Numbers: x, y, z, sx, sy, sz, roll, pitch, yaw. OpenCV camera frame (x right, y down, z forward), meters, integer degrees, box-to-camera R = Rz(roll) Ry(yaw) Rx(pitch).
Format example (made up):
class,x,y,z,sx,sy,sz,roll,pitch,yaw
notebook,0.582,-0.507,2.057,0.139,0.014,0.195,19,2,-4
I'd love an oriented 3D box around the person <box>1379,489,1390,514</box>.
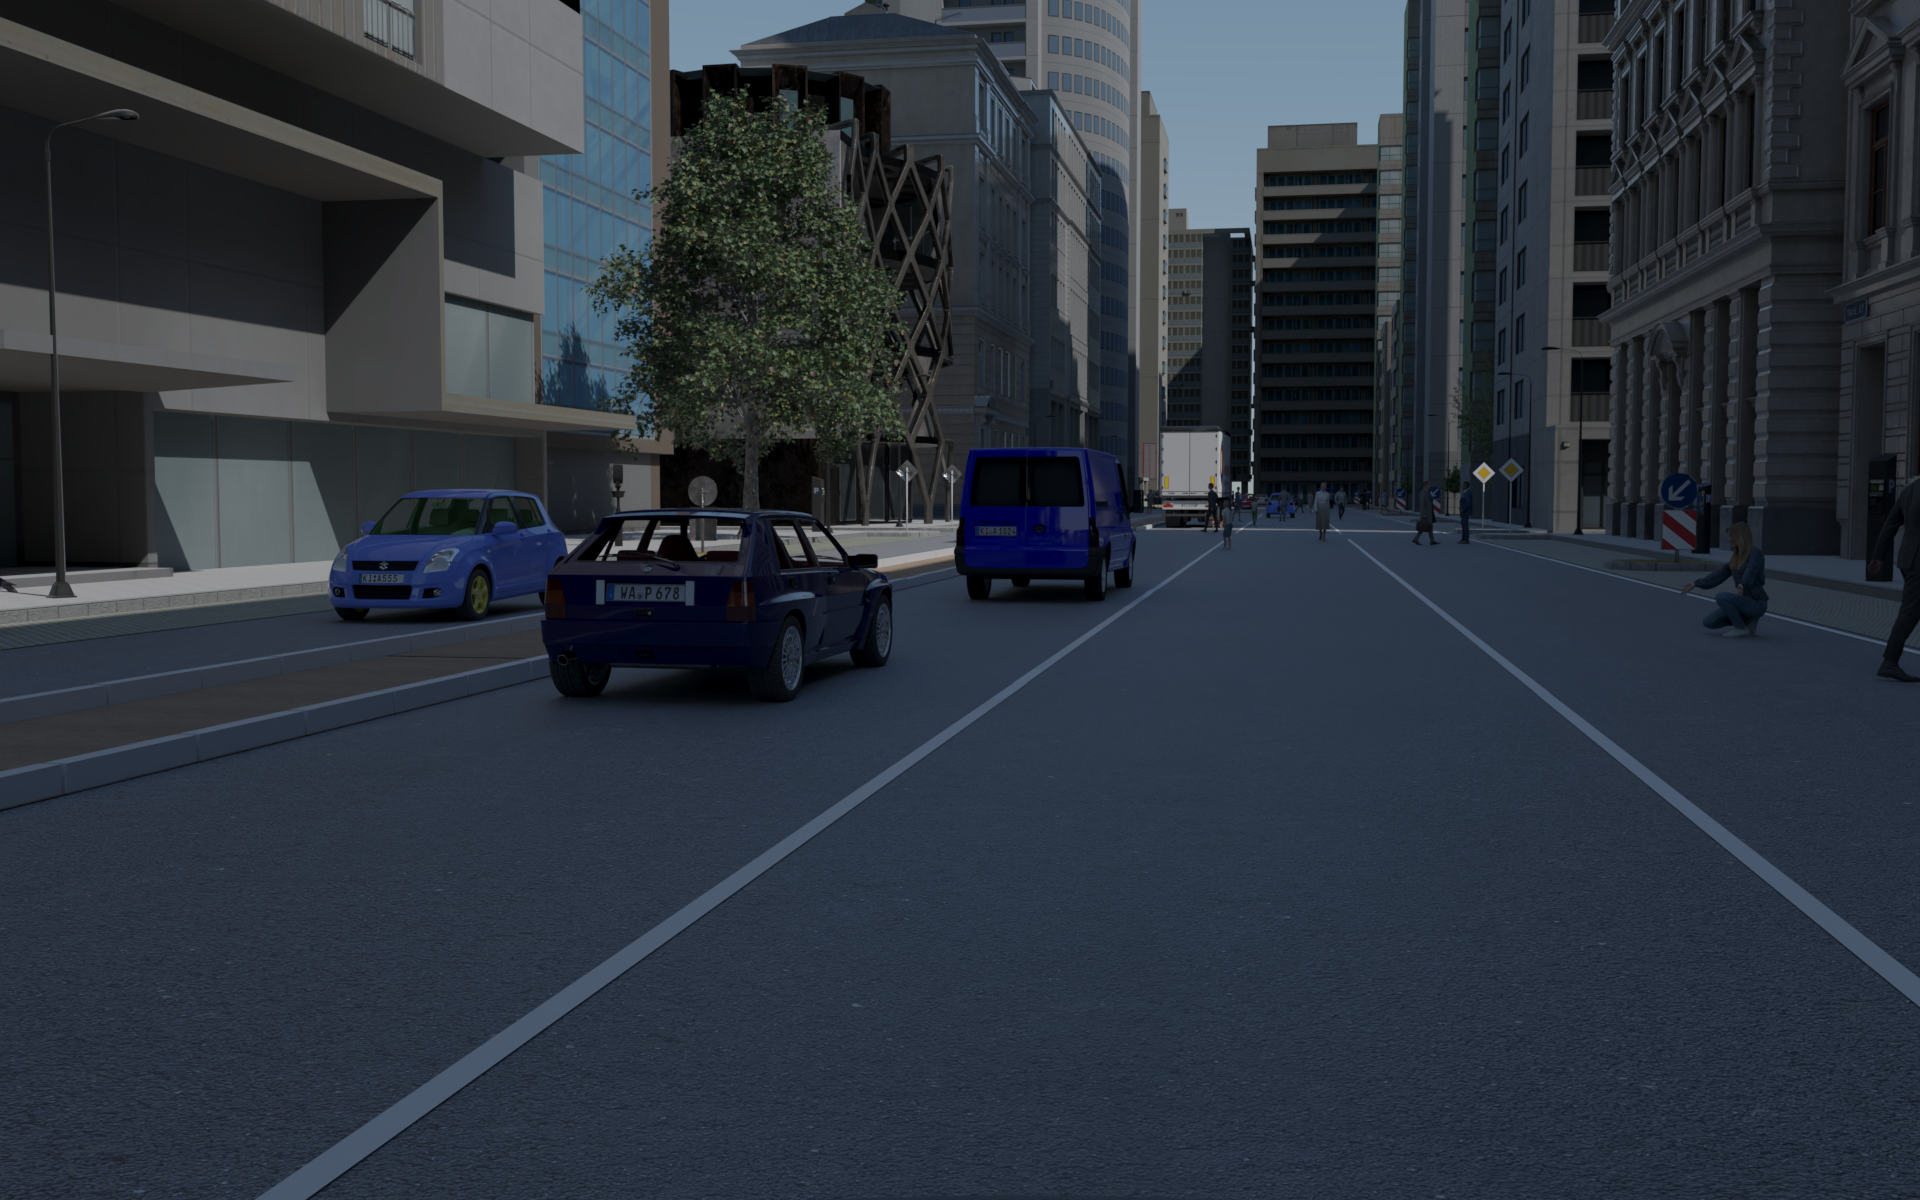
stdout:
class,x,y,z,sx,sy,sz,roll,pitch,yaw
person,30.633,-7.124,125.076,0.778,1.811,0.616,0,4,-3

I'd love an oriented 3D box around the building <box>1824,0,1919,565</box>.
class,x,y,z,sx,sy,sz,roll,pitch,yaw
building,20.614,-11.453,23.419,11.583,22.565,21.152,1,4,11

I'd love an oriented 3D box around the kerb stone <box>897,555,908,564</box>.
class,x,y,z,sx,sy,sz,roll,pitch,yaw
kerb stone,-1.276,-0.801,35.341,0.120,0.150,1.000,1,4,11

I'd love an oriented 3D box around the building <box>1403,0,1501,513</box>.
class,x,y,z,sx,sy,sz,roll,pitch,yaw
building,44.034,-28.229,145.137,14.154,41.232,14.086,1,4,11

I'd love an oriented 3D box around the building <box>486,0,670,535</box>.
class,x,y,z,sx,sy,sz,roll,pitch,yaw
building,-18.500,-24.777,55.216,14.200,45.320,14.600,1,4,11

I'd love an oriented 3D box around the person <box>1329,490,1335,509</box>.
class,x,y,z,sx,sy,sz,roll,pitch,yaw
person,34.636,-9.378,161.822,1.348,1.826,0.705,2,4,34

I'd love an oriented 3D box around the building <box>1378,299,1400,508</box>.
class,x,y,z,sx,sy,sz,roll,pitch,yaw
building,55.010,-19.599,165.486,27.650,21.520,28.899,1,4,11

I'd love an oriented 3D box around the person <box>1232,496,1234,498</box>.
class,x,y,z,sx,sy,sz,roll,pitch,yaw
person,23.457,-8.629,150.405,0.721,1.723,1.217,-3,4,-36

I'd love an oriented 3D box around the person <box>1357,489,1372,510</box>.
class,x,y,z,sx,sy,sz,roll,pitch,yaw
person,36.748,-9.121,157.263,1.348,1.869,0.705,1,4,23

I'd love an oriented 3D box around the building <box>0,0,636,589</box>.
class,x,y,z,sx,sy,sz,roll,pitch,yaw
building,-23.314,-26.862,28.433,28.713,52.752,27.495,1,4,11

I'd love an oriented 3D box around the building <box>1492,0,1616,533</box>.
class,x,y,z,sx,sy,sz,roll,pitch,yaw
building,33.015,-38.465,67.159,20.611,71.187,20.563,1,4,11

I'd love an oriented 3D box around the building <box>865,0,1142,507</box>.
class,x,y,z,sx,sy,sz,roll,pitch,yaw
building,4.574,-37.572,156.296,21.231,58.520,28.212,1,4,11

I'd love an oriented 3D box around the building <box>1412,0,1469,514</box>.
class,x,y,z,sx,sy,sz,roll,pitch,yaw
building,42.608,-35.345,119.894,21.231,58.520,28.212,1,4,11

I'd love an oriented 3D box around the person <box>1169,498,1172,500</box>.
class,x,y,z,sx,sy,sz,roll,pitch,yaw
person,20.731,-9.795,169.198,0.990,1.755,0.434,-2,4,-30

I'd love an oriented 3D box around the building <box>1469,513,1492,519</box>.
class,x,y,z,sx,sy,sz,roll,pitch,yaw
building,34.147,-25.004,92.414,14.154,41.232,14.086,1,4,11

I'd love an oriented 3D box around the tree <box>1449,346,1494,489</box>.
class,x,y,z,sx,sy,sz,roll,pitch,yaw
tree,25.839,-8.150,83.616,4.737,8.622,4.395,0,3,0

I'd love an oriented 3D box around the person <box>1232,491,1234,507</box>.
class,x,y,z,sx,sy,sz,roll,pitch,yaw
person,31.254,-11.621,198.470,0.705,1.831,1.348,1,4,17

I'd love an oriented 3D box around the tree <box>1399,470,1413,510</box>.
class,x,y,z,sx,sy,sz,roll,pitch,yaw
tree,35.874,-8.813,138.689,1.663,3.219,1.824,0,3,0

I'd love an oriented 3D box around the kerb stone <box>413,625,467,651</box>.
class,x,y,z,sx,sy,sz,roll,pitch,yaw
kerb stone,-4.931,0.368,16.206,0.120,0.150,1.000,1,4,11

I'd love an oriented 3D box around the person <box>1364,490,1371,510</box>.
class,x,y,z,sx,sy,sz,roll,pitch,yaw
person,36.137,-8.870,153.967,0.683,1.767,0.568,-2,4,-25

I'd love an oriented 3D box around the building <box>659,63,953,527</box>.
class,x,y,z,sx,sy,sz,roll,pitch,yaw
building,-8.970,-12.772,76.282,16.820,18.784,16.811,1,4,11

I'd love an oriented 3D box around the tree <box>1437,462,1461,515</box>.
class,x,y,z,sx,sy,sz,roll,pitch,yaw
tree,30.571,-6.869,106.910,1.663,3.219,1.824,0,3,0

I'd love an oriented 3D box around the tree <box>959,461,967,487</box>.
class,x,y,z,sx,sy,sz,roll,pitch,yaw
tree,0.869,-5.552,85.374,1.663,3.219,1.824,0,3,0

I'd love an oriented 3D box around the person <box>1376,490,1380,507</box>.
class,x,y,z,sx,sy,sz,roll,pitch,yaw
person,42.730,-10.441,177.473,0.721,1.743,1.217,1,4,10

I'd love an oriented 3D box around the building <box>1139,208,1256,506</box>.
class,x,y,z,sx,sy,sz,roll,pitch,yaw
building,28.345,-33.443,238.673,23.993,40.220,32.217,1,4,11

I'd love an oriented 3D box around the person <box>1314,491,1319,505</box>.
class,x,y,z,sx,sy,sz,roll,pitch,yaw
person,36.541,-10.217,176.062,1.217,1.766,0.721,2,4,32

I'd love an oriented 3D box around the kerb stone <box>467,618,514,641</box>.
class,x,y,z,sx,sy,sz,roll,pitch,yaw
kerb stone,-4.739,0.305,17.215,0.120,0.150,1.000,1,4,11

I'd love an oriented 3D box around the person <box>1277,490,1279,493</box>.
class,x,y,z,sx,sy,sz,roll,pitch,yaw
person,33.952,-10.794,184.920,1.348,1.831,0.705,-1,4,-22

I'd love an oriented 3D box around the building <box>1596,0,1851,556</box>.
class,x,y,z,sx,sy,sz,roll,pitch,yaw
building,23.245,-13.143,43.769,11.050,23.489,19.941,1,4,11

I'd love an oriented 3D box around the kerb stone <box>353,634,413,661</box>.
class,x,y,z,sx,sy,sz,roll,pitch,yaw
kerb stone,-5.128,0.428,15.203,0.120,0.150,1.000,1,4,11

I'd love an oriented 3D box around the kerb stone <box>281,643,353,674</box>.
class,x,y,z,sx,sy,sz,roll,pitch,yaw
kerb stone,-5.320,0.489,14.200,0.120,0.150,1.000,1,4,11

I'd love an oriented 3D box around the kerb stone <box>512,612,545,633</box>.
class,x,y,z,sx,sy,sz,roll,pitch,yaw
kerb stone,-4.551,0.243,18.220,0.120,0.150,1.000,1,4,11

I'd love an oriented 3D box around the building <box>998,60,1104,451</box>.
class,x,y,z,sx,sy,sz,roll,pitch,yaw
building,3.110,-21.207,124.224,11.434,29.767,29.804,1,4,11

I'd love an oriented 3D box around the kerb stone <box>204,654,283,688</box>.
class,x,y,z,sx,sy,sz,roll,pitch,yaw
kerb stone,-5.516,0.553,13.191,0.120,0.150,1.000,1,4,11

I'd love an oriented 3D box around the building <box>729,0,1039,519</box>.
class,x,y,z,sx,sy,sz,roll,pitch,yaw
building,-3.496,-19.190,99.657,13.634,28.700,20.117,1,4,11

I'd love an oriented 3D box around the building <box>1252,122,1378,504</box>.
class,x,y,z,sx,sy,sz,roll,pitch,yaw
building,49.899,-37.031,229.165,21.600,48.544,21.300,1,4,11

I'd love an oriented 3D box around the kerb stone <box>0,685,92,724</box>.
class,x,y,z,sx,sy,sz,roll,pitch,yaw
kerb stone,-5.899,0.678,11.182,0.120,0.150,1.000,1,4,11

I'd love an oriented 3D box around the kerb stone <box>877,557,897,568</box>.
class,x,y,z,sx,sy,sz,roll,pitch,yaw
kerb stone,-1.460,-0.741,34.336,0.120,0.150,1.000,1,4,11

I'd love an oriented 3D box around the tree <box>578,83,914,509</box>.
class,x,y,z,sx,sy,sz,roll,pitch,yaw
tree,-5.797,-8.043,48.519,9.611,12.733,9.660,0,3,0

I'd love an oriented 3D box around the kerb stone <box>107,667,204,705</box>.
class,x,y,z,sx,sy,sz,roll,pitch,yaw
kerb stone,-5.704,0.612,12.186,0.120,0.150,1.000,1,4,11

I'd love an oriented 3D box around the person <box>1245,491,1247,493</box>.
class,x,y,z,sx,sy,sz,roll,pitch,yaw
person,30.746,-10.819,186.185,1.217,1.735,0.721,1,4,17

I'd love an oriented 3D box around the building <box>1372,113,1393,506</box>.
class,x,y,z,sx,sy,sz,roll,pitch,yaw
building,52.221,-30.859,188.134,14.154,41.232,14.086,1,4,11

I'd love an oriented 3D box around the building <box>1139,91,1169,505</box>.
class,x,y,z,sx,sy,sz,roll,pitch,yaw
building,13.561,-35.689,207.217,21.600,48.544,21.300,1,4,11

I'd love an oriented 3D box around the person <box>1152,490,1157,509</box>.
class,x,y,z,sx,sy,sz,roll,pitch,yaw
person,18.348,-9.492,163.558,0.599,1.838,0.709,-3,5,-40
